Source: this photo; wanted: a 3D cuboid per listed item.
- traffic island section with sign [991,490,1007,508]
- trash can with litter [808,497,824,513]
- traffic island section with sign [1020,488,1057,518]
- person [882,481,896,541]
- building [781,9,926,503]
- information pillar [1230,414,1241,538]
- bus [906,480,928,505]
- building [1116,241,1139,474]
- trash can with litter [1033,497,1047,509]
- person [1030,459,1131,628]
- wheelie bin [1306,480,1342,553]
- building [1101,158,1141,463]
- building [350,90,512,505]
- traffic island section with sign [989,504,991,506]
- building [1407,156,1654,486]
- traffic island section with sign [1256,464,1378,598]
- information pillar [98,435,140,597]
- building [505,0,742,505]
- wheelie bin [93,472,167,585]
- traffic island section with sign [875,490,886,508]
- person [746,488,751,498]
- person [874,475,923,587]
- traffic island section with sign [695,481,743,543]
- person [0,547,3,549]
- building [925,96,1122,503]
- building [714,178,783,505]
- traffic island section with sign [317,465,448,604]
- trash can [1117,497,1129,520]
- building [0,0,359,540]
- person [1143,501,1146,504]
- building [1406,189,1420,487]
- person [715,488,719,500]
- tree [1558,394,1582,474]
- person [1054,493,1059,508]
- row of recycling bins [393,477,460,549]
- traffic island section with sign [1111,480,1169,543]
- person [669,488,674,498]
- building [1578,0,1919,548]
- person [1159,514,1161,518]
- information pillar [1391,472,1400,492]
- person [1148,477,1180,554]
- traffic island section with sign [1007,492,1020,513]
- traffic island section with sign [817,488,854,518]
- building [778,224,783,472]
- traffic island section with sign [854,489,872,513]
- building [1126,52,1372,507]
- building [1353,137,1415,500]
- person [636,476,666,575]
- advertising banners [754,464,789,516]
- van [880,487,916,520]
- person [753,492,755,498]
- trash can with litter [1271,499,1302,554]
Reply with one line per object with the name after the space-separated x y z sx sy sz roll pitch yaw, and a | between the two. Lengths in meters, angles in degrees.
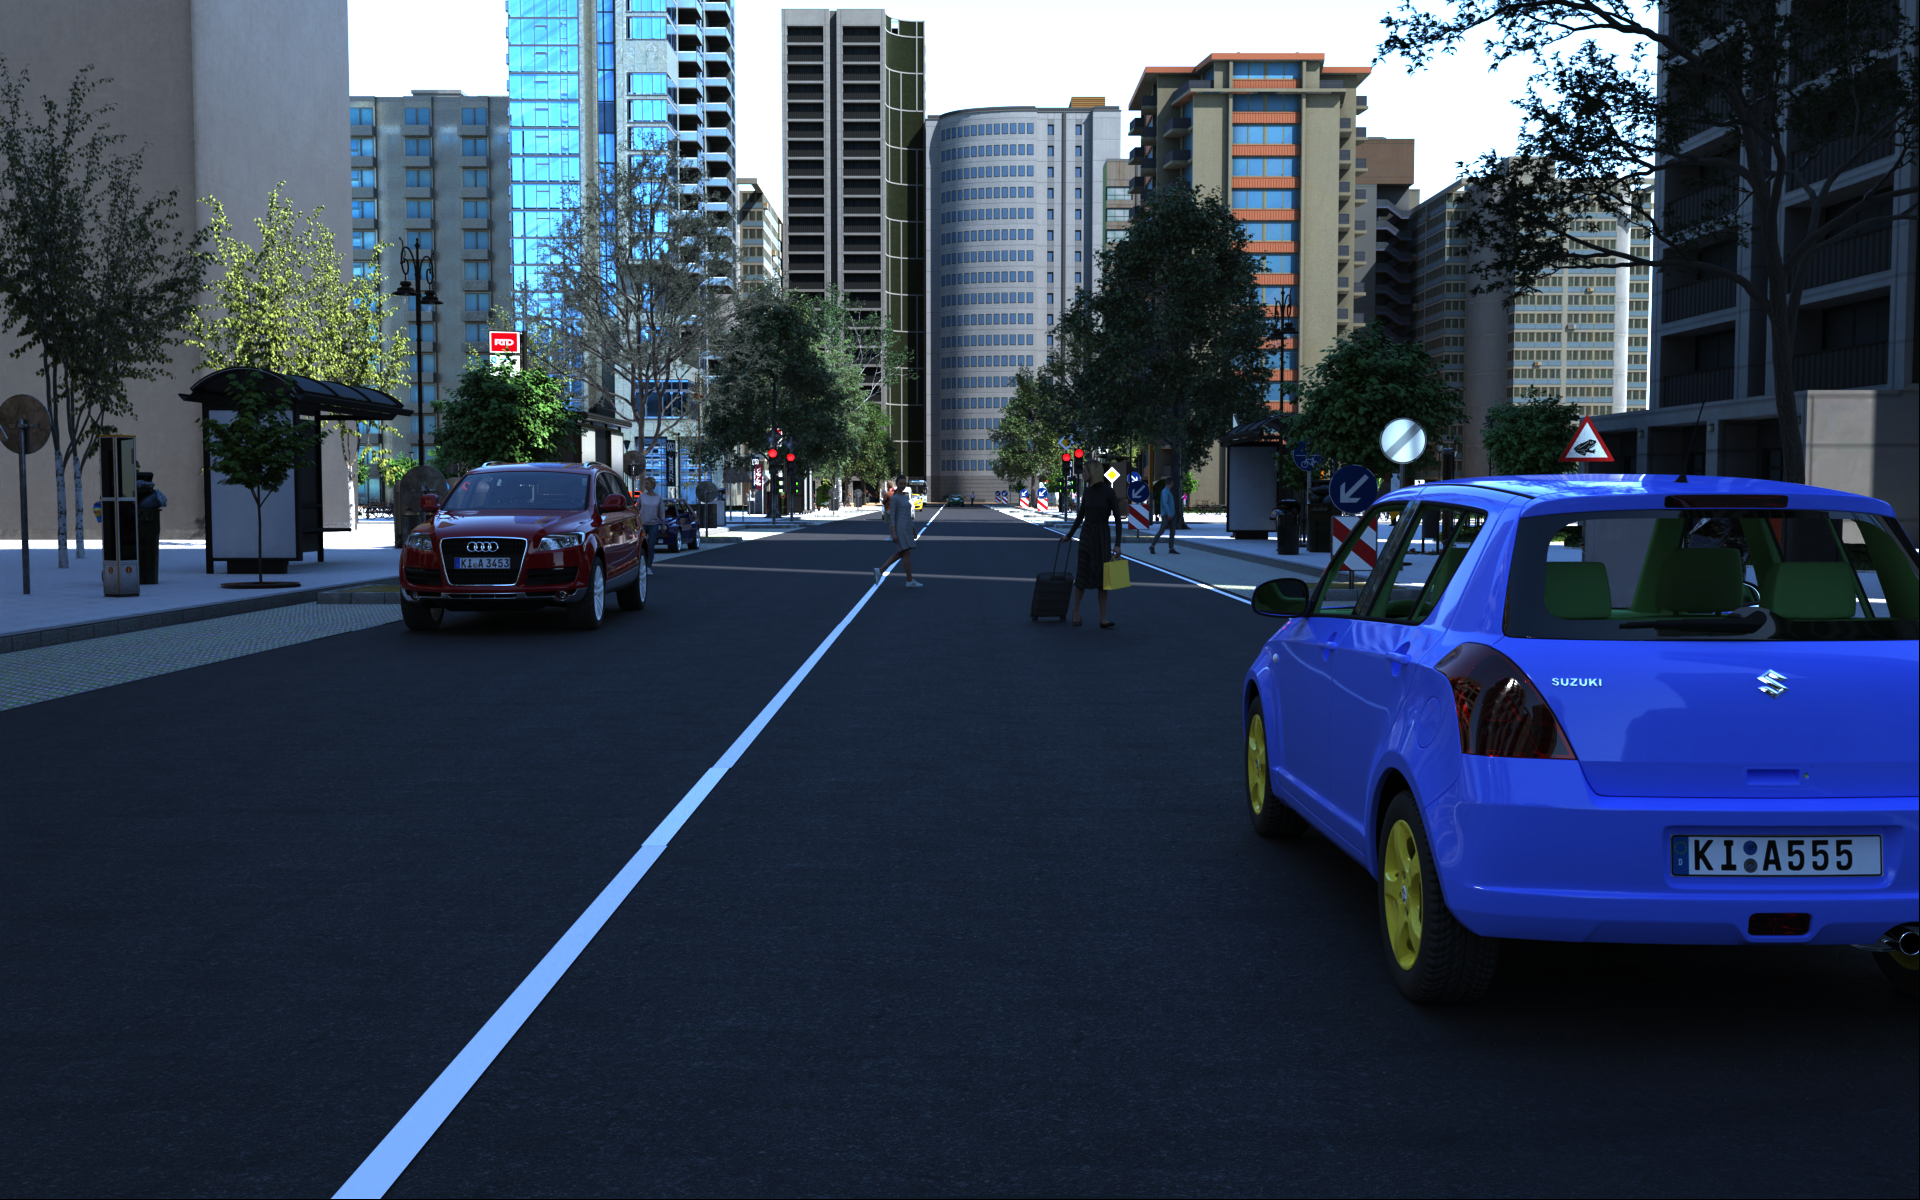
4.602 -10.677 183.203 1.989 1.847 2.006 0 4 0 | traffic island section with sign
-10.683 -6.483 117.056 2.233 1.210 1.678 1 4 14 | trash can with litter
4.868 -5.923 105.473 1.989 1.847 2.006 0 4 0 | traffic island section with sign
-2.126 -2.735 53.185 0.573 1.828 0.580 -1 4 -15 | person
-15.421 -50.197 258.972 20.611 71.187 20.563 0 4 0 | building
8.083 -3.624 50.611 0.183 3.616 0.504 -1 4 -12 | information pillar
-5.573 -14.077 225.011 2.948 3.499 13.247 0 4 -1 | bus
24.587 -26.125 198.844 14.160 30.474 14.107 0 4 0 | building
7.184 -8.714 153.858 1.055 1.170 0.624 -2 4 -33 | trash can with litter
1.329 -0.628 18.991 0.699 1.804 1.509 -1 4 -16 | person
8.057 -1.849 38.138 0.980 1.594 0.693 2 4 32 | wheelie bin
24.404 -32.422 213.693 14.154 41.232 14.086 0 4 0 | building
-61.617 -36.006 208.311 30.456 49.044 23.786 0 4 0 | building
4.491 -12.373 210.919 1.989 1.847 2.006 0 4 0 | traffic island section with sign
66.092 -31.403 205.323 23.993 40.220 32.217 0 4 0 | building
5.167 -0.940 23.995 1.989 1.847 2.006 0 4 0 | traffic island section with sign
-10.484 -1.047 21.604 0.304 2.012 0.304 2 4 28 | information pillar
-32.773 -52.460 170.384 22.319 86.520 31.000 0 4 0 | building
-11.739 -1.021 24.600 0.693 1.594 0.980 3 5 43 | wheelie bin
-7.930 -10.640 182.592 1.989 1.847 2.006 0 4 0 | traffic island section with sign
-16.965 -8.124 139.050 0.466 1.800 0.511 -2 4 -28 | person
-0.951 -1.067 26.699 0.760 1.731 0.466 0 4 -5 | person
-7.445 -2.584 50.880 1.989 1.847 2.006 0 4 0 | traffic island section with sign
-22.732 -1.948 40.481 0.523 1.515 0.503 -1 4 -16 | person
8.989 -43.891 259.618 28.212 58.520 21.231 0 4 0 | building
-33.670 -31.395 205.189 23.993 40.220 32.217 0 4 0 | building
-7.343 -0.900 23.347 1.989 1.847 2.006 0 4 0 | traffic island section with sign
8.157 -4.625 87.277 0.748 1.137 0.748 0 3 0 | trash can
-32.969 -15.960 54.453 24.014 27.812 14.314 0 4 0 | building
15.034 -8.197 141.060 0.522 1.701 0.512 -1 4 -14 | person
55.494 -38.943 260.416 21.600 48.544 21.300 0 4 0 | building
-21.231 -8.964 152.572 0.822 1.834 0.622 3 5 41 | person
17.096 -4.155 51.644 4.285 4.588 4.351 0 3 0 | tree
8.780 -9.175 156.280 0.641 1.798 0.478 -1 4 -9 | person
-12.588 -2.154 42.327 1.069 1.692 3.534 1 4 19 | row of recycling bins
5.084 -2.601 51.156 1.989 1.847 2.006 0 4 0 | traffic island section with sign
-24.443 -8.621 147.092 0.767 1.812 0.694 -2 4 -31 | person
30.090 -37.005 43.287 20.563 71.187 20.611 0 4 0 | building
11.022 -5.367 93.968 0.661 1.801 0.590 -2 4 -30 | person
17.549 -4.786 69.613 0.504 3.616 0.183 2 4 33 | information pillar
4.880 -2.005 41.147 0.748 1.841 0.638 2 4 30 | person
4.785 -7.582 132.596 1.989 1.847 2.006 0 4 0 | traffic island section with sign
-7.639 -5.921 105.437 1.989 1.847 2.006 0 4 0 | traffic island section with sign
-32.757 -35.046 256.588 14.086 41.232 14.154 0 4 0 | building
-7.737 -7.570 132.392 1.989 1.847 2.006 0 4 0 | traffic island section with sign
28.668 -31.933 176.724 22.147 44.769 28.867 0 4 0 | building
46.718 -34.461 213.542 14.200 45.320 14.600 0 4 0 | building
-5.604 -1.318 30.721 0.731 1.740 0.598 -1 4 -12 | person
-11.045 -6.429 101.295 2.074 3.025 0.090 1 4 10 | advertising banners
-3.401 -5.428 95.760 2.013 2.044 4.112 0 4 1 | van
-16.914 -8.421 143.902 0.511 1.800 0.466 -1 4 -10 | person
6.955 -1.559 36.876 0.624 1.170 1.055 1 4 12 | trash can with litter
